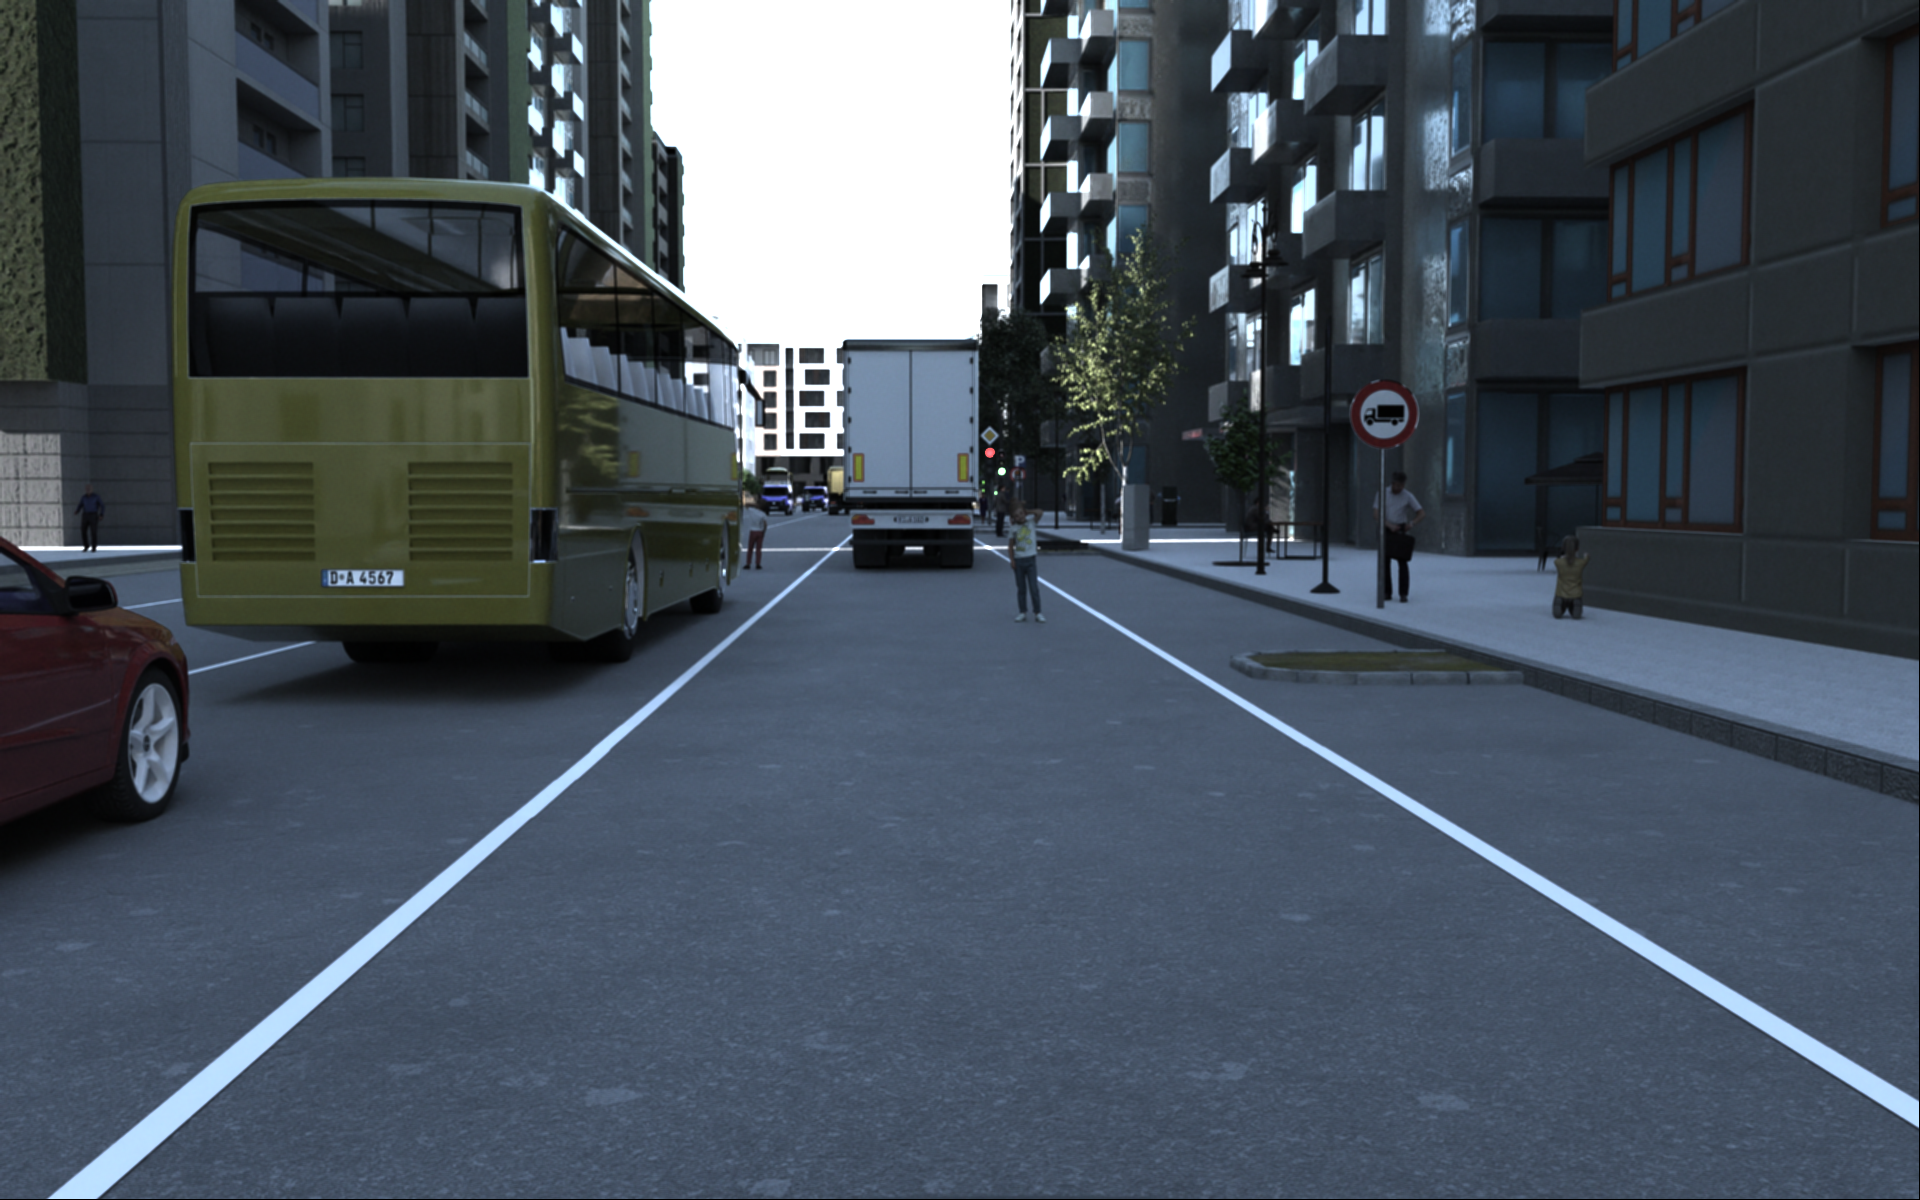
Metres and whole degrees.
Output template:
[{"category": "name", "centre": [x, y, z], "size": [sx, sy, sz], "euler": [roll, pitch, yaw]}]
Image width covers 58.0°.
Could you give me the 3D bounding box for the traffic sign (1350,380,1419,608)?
[{"category": "traffic sign", "centre": [4.730, -1.180, 19.400], "size": [0.768, 2.556, 0.104], "euler": [0, 4, 0]}]

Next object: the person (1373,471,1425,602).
[{"category": "person", "centre": [5.240, -0.761, 20.690], "size": [0.614, 1.554, 0.590], "euler": [1, 4, 12]}]

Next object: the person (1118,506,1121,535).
[{"category": "person", "centre": [4.963, -2.638, 51.649], "size": [0.387, 1.526, 0.523], "euler": [2, 4, 32]}]

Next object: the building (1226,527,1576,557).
[{"category": "building", "centre": [19.350, -26.130, 46.832], "size": [23.786, 49.044, 30.456], "euler": [0, 4, -2]}]

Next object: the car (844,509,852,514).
[{"category": "car", "centre": [-7.605, -7.162, 128.898], "size": [2.131, 1.459, 4.920], "euler": [0, 4, 0]}]

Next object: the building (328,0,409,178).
[{"category": "building", "centre": [-27.581, -24.067, 77.088], "size": [14.154, 41.232, 14.086], "euler": [0, 4, -2]}]

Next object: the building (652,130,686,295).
[{"category": "building", "centre": [-29.621, -22.368, 137.423], "size": [14.160, 30.474, 14.107], "euler": [0, 4, -2]}]

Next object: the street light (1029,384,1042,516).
[{"category": "street light", "centre": [3.193, -6.118, 72.822], "size": [0.468, 5.910, 1.993], "euler": [0, 4, -2]}]

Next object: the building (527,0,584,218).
[{"category": "building", "centre": [-34.280, -29.344, 99.388], "size": [23.786, 49.044, 30.456], "euler": [0, 4, -2]}]

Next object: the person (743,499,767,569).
[{"category": "person", "centre": [-3.925, -1.266, 33.116], "size": [0.435, 1.345, 0.340], "euler": [-1, 4, -16]}]

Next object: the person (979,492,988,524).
[{"category": "person", "centre": [1.070, -3.981, 75.955], "size": [0.453, 1.535, 0.546], "euler": [-3, 4, -37]}]

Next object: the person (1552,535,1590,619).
[{"category": "person", "centre": [6.342, -0.246, 17.991], "size": [0.347, 0.859, 0.695], "euler": [2, 4, 24]}]

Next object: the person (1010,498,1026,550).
[{"category": "person", "centre": [1.464, -1.883, 43.203], "size": [0.435, 1.345, 0.340], "euler": [0, 4, -4]}]

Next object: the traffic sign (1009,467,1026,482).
[{"category": "traffic sign", "centre": [2.656, -4.863, 79.617], "size": [0.768, 2.556, 0.104], "euler": [0, 4, 6]}]

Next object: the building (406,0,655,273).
[{"category": "building", "centre": [-29.633, -26.852, 122.618], "size": [14.154, 41.232, 14.086], "euler": [0, 4, -2]}]

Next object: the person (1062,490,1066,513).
[{"category": "person", "centre": [7.038, -6.484, 114.266], "size": [0.569, 1.553, 0.471], "euler": [0, 4, 4]}]

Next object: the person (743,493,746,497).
[{"category": "person", "centre": [-23.370, -10.900, 185.080], "size": [0.721, 1.723, 1.217], "euler": [3, 5, 43]}]

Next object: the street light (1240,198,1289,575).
[{"category": "street light", "centre": [4.801, -3.345, 27.471], "size": [0.468, 5.910, 1.993], "euler": [0, 4, -2]}]

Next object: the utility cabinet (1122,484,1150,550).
[{"category": "utility cabinet", "centre": [4.020, -1.895, 39.655], "size": [0.318, 1.500, 1.173], "euler": [1, 4, 22]}]

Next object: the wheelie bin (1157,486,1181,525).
[{"category": "wheelie bin", "centre": [8.541, -3.860, 71.020], "size": [0.980, 1.594, 0.693], "euler": [0, 4, 2]}]

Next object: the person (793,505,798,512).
[{"category": "person", "centre": [-12.785, -7.089, 134.878], "size": [0.381, 0.543, 0.357], "euler": [-3, 5, -43]}]

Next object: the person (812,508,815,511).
[{"category": "person", "centre": [-12.353, -8.305, 146.503], "size": [0.614, 1.554, 0.590], "euler": [0, 3, 0]}]

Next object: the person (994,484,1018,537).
[{"category": "person", "centre": [1.542, -2.993, 57.968], "size": [0.750, 1.759, 0.617], "euler": [-1, 4, -11]}]

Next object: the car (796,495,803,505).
[{"category": "car", "centre": [-19.893, -12.766, 221.087], "size": [2.083, 1.381, 4.827], "euler": [0, 4, -2]}]

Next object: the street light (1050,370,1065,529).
[{"category": "street light", "centre": [3.536, -5.531, 63.216], "size": [0.468, 5.910, 1.993], "euler": [0, 4, -2]}]

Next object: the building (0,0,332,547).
[{"category": "building", "centre": [-34.049, -31.053, 49.723], "size": [28.212, 58.520, 21.231], "euler": [0, 4, -2]}]

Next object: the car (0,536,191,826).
[{"category": "car", "centre": [-4.355, 0.170, 6.261], "size": [2.155, 1.783, 4.494], "euler": [0, 4, -3]}]

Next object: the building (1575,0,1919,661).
[{"category": "building", "centre": [21.465, -9.818, 5.565], "size": [27.650, 21.520, 28.899], "euler": [0, 4, -2]}]

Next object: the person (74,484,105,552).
[{"category": "person", "centre": [-19.275, -1.802, 38.201], "size": [0.574, 1.496, 0.600], "euler": [1, 4, 21]}]

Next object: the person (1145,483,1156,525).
[{"category": "person", "centre": [7.745, -4.018, 72.269], "size": [0.750, 1.759, 0.617], "euler": [-3, 5, -43]}]

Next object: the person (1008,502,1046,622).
[{"category": "person", "centre": [0.753, -0.431, 19.453], "size": [0.435, 1.345, 0.340], "euler": [0, 4, 4]}]

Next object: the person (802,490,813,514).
[{"category": "person", "centre": [-11.227, -7.231, 127.444], "size": [0.841, 1.734, 0.376], "euler": [1, 4, 11]}]

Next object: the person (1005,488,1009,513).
[{"category": "person", "centre": [3.135, -6.564, 114.280], "size": [0.530, 1.710, 0.541], "euler": [1, 4, 19]}]
